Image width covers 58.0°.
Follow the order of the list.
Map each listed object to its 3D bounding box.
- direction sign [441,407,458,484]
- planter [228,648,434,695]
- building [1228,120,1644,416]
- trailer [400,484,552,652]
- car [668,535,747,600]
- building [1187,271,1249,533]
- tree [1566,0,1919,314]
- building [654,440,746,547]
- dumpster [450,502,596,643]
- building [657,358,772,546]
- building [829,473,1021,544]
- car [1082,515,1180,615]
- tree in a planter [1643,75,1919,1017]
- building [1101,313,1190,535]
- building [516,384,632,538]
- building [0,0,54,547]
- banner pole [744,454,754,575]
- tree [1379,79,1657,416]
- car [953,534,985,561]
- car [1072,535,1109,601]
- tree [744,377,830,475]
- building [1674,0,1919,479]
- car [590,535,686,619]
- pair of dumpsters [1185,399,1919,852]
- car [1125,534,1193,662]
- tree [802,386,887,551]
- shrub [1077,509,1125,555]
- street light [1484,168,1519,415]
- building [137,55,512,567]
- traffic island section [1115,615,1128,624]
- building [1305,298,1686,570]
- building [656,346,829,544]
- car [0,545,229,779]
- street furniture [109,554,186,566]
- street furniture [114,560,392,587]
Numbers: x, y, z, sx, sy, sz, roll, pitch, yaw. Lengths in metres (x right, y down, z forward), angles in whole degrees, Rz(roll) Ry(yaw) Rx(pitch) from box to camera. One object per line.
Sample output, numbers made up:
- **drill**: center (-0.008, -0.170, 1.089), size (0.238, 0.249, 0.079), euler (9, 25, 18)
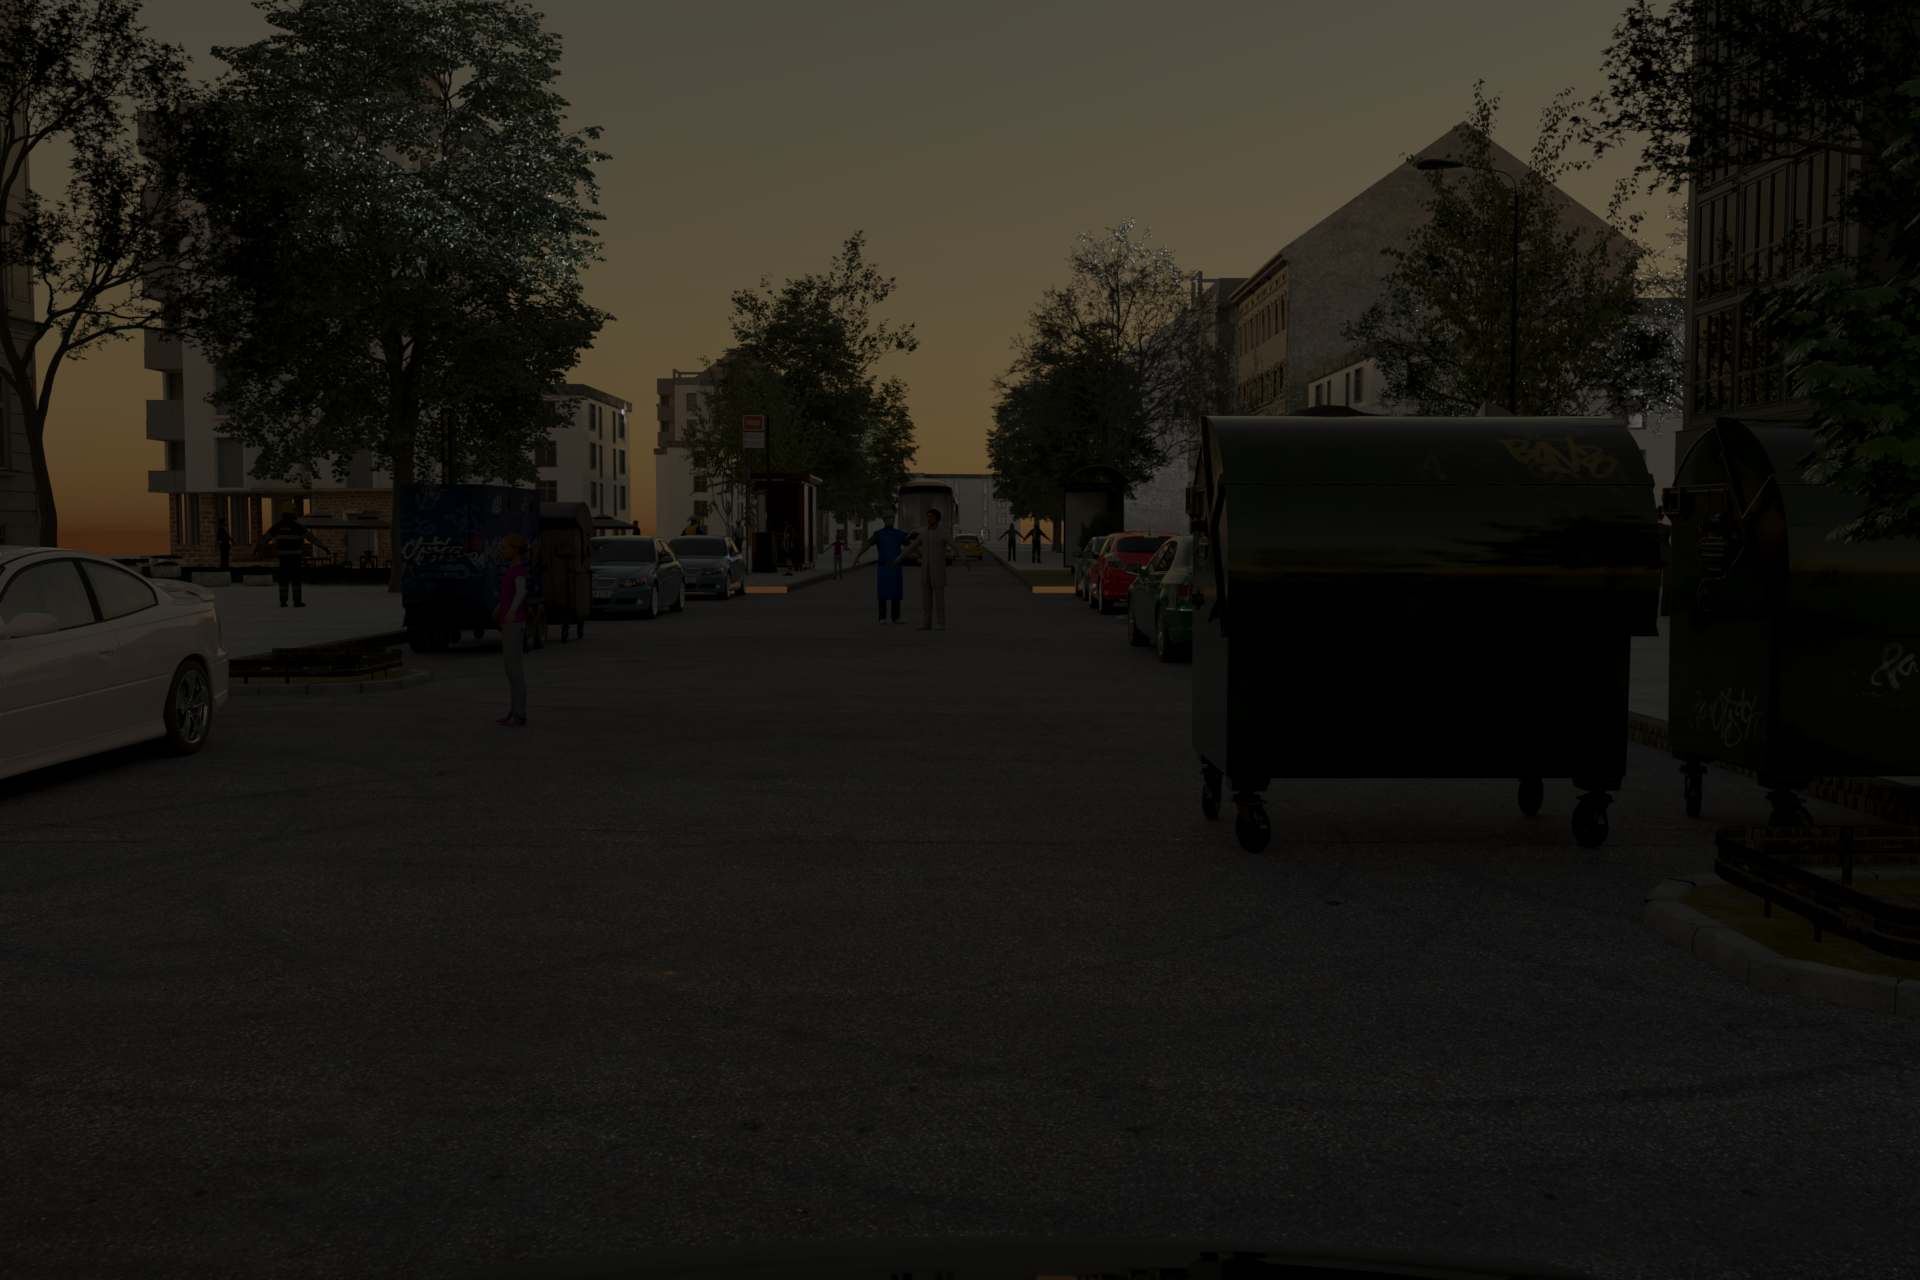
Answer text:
- **direction sign**: center (-9.220, -2.406, 31.336), size (0.379, 3.537, 0.876), euler (0, 4, -1)
- **planter**: center (-6.134, 0.289, 16.420), size (1.991, 0.319, 1.994), euler (0, 4, 1)
- **building**: center (26.822, -16.559, 101.672), size (19.493, 23.208, 18.063), euler (0, 4, 0)
- **trailer**: center (-5.911, -0.825, 20.541), size (1.471, 1.999, 3.904), euler (0, 3, 0)
- **car**: center (-5.888, -1.664, 39.210), size (2.014, 1.417, 4.499), euler (0, 4, 0)
- **building**: center (21.797, -16.456, 125.483), size (16.016, 20.090, 11.380), euler (0, 4, 0)
- **tree**: center (9.130, -4.904, 14.599), size (8.767, 10.594, 7.601), euler (3, 5, 42)
- **building**: center (-25.348, -13.893, 169.293), size (9.099, 9.664, 28.070), euler (0, 4, 1)
- **dumpster**: center (-5.898, -0.914, 23.167), size (1.865, 1.857, 1.264), euler (0, 3, 0)
- **building**: center (-26.531, -20.252, 187.531), size (16.016, 20.090, 11.380), euler (0, 3, 0)
- **building**: center (-5.476, -17.907, 237.383), size (28.070, 9.664, 9.099), euler (-1, 4, -9)
- **car**: center (3.387, -1.422, 32.286), size (2.155, 1.783, 4.494), euler (0, 4, 0)
- **tree in a planter**: center (3.502, -0.529, 5.875), size (1.991, 3.239, 1.994), euler (0, 4, 1)
- **building**: center (23.004, -20.490, 165.940), size (19.493, 23.208, 18.063), euler (0, 4, 0)
- **building**: center (-25.508, -10.321, 110.901), size (9.099, 9.664, 28.070), euler (0, 4, 0)
- **building**: center (-31.813, -12.183, 31.212), size (16.112, 23.069, 30.059), euler (0, 4, 1)
- **banner pole**: center (-6.690, -3.953, 54.653), size (0.401, 3.779, 0.863), euler (0, 4, 2)
- **tree**: center (9.206, -4.798, 28.806), size (4.737, 8.622, 4.395), euler (0, 3, 0)
- **car**: center (0.360, -5.197, 95.191), size (2.015, 1.641, 3.980), euler (0, 4, 0)
- **car**: center (3.510, -1.611, 38.336), size (2.014, 1.417, 4.499), euler (0, 3, 0)
- **tree**: center (-8.339, -7.979, 80.827), size (4.737, 8.622, 4.395), euler (0, 3, 0)
- **building**: center (26.802, -13.113, 33.468), size (14.314, 24.678, 30.058), euler (0, 4, 1)
- **car**: center (-5.984, -1.142, 30.667), size (2.014, 1.417, 4.499), euler (0, 4, 0)
- **pair of dumpsters**: center (3.314, -0.205, 8.295), size (4.436, 2.255, 1.574), euler (0, 4, -1)
- **car**: center (3.110, -0.549, 20.769), size (2.131, 1.459, 4.920), euler (0, 4, -1)
- **tree**: center (-9.154, -13.102, 132.340), size (7.486, 12.596, 7.792), euler (0, 3, 0)
- **shrub**: center (4.014, -2.636, 47.514), size (1.690, 2.028, 1.600), euler (0, 3, 0)
- **street light**: center (7.431, -2.999, 21.583), size (1.470, 5.913, 1.316), euler (0, 4, 0)
- **building**: center (-26.490, -13.059, 69.929), size (16.016, 20.090, 11.380), euler (0, 3, 0)
- **traffic island section**: center (3.543, -0.321, 28.120), size (1.991, 0.108, 1.994), euler (0, 4, 1)
- **building**: center (22.419, -8.166, 75.656), size (9.099, 9.664, 28.070), euler (0, 4, 0)
- **building**: center (-25.961, -23.314, 212.109), size (19.493, 23.208, 18.063), euler (0, 4, -1)
- **car**: center (-5.895, 0.151, 9.895), size (2.083, 1.381, 4.827), euler (0, 4, 0)
- **street furniture**: center (-28.508, -2.471, 56.029), size (5.734, 0.657, 10.072), euler (-2, 4, -35)
- **street furniture**: center (-17.066, -1.773, 44.615), size (10.072, 0.657, 5.734), euler (-1, 4, -14)
